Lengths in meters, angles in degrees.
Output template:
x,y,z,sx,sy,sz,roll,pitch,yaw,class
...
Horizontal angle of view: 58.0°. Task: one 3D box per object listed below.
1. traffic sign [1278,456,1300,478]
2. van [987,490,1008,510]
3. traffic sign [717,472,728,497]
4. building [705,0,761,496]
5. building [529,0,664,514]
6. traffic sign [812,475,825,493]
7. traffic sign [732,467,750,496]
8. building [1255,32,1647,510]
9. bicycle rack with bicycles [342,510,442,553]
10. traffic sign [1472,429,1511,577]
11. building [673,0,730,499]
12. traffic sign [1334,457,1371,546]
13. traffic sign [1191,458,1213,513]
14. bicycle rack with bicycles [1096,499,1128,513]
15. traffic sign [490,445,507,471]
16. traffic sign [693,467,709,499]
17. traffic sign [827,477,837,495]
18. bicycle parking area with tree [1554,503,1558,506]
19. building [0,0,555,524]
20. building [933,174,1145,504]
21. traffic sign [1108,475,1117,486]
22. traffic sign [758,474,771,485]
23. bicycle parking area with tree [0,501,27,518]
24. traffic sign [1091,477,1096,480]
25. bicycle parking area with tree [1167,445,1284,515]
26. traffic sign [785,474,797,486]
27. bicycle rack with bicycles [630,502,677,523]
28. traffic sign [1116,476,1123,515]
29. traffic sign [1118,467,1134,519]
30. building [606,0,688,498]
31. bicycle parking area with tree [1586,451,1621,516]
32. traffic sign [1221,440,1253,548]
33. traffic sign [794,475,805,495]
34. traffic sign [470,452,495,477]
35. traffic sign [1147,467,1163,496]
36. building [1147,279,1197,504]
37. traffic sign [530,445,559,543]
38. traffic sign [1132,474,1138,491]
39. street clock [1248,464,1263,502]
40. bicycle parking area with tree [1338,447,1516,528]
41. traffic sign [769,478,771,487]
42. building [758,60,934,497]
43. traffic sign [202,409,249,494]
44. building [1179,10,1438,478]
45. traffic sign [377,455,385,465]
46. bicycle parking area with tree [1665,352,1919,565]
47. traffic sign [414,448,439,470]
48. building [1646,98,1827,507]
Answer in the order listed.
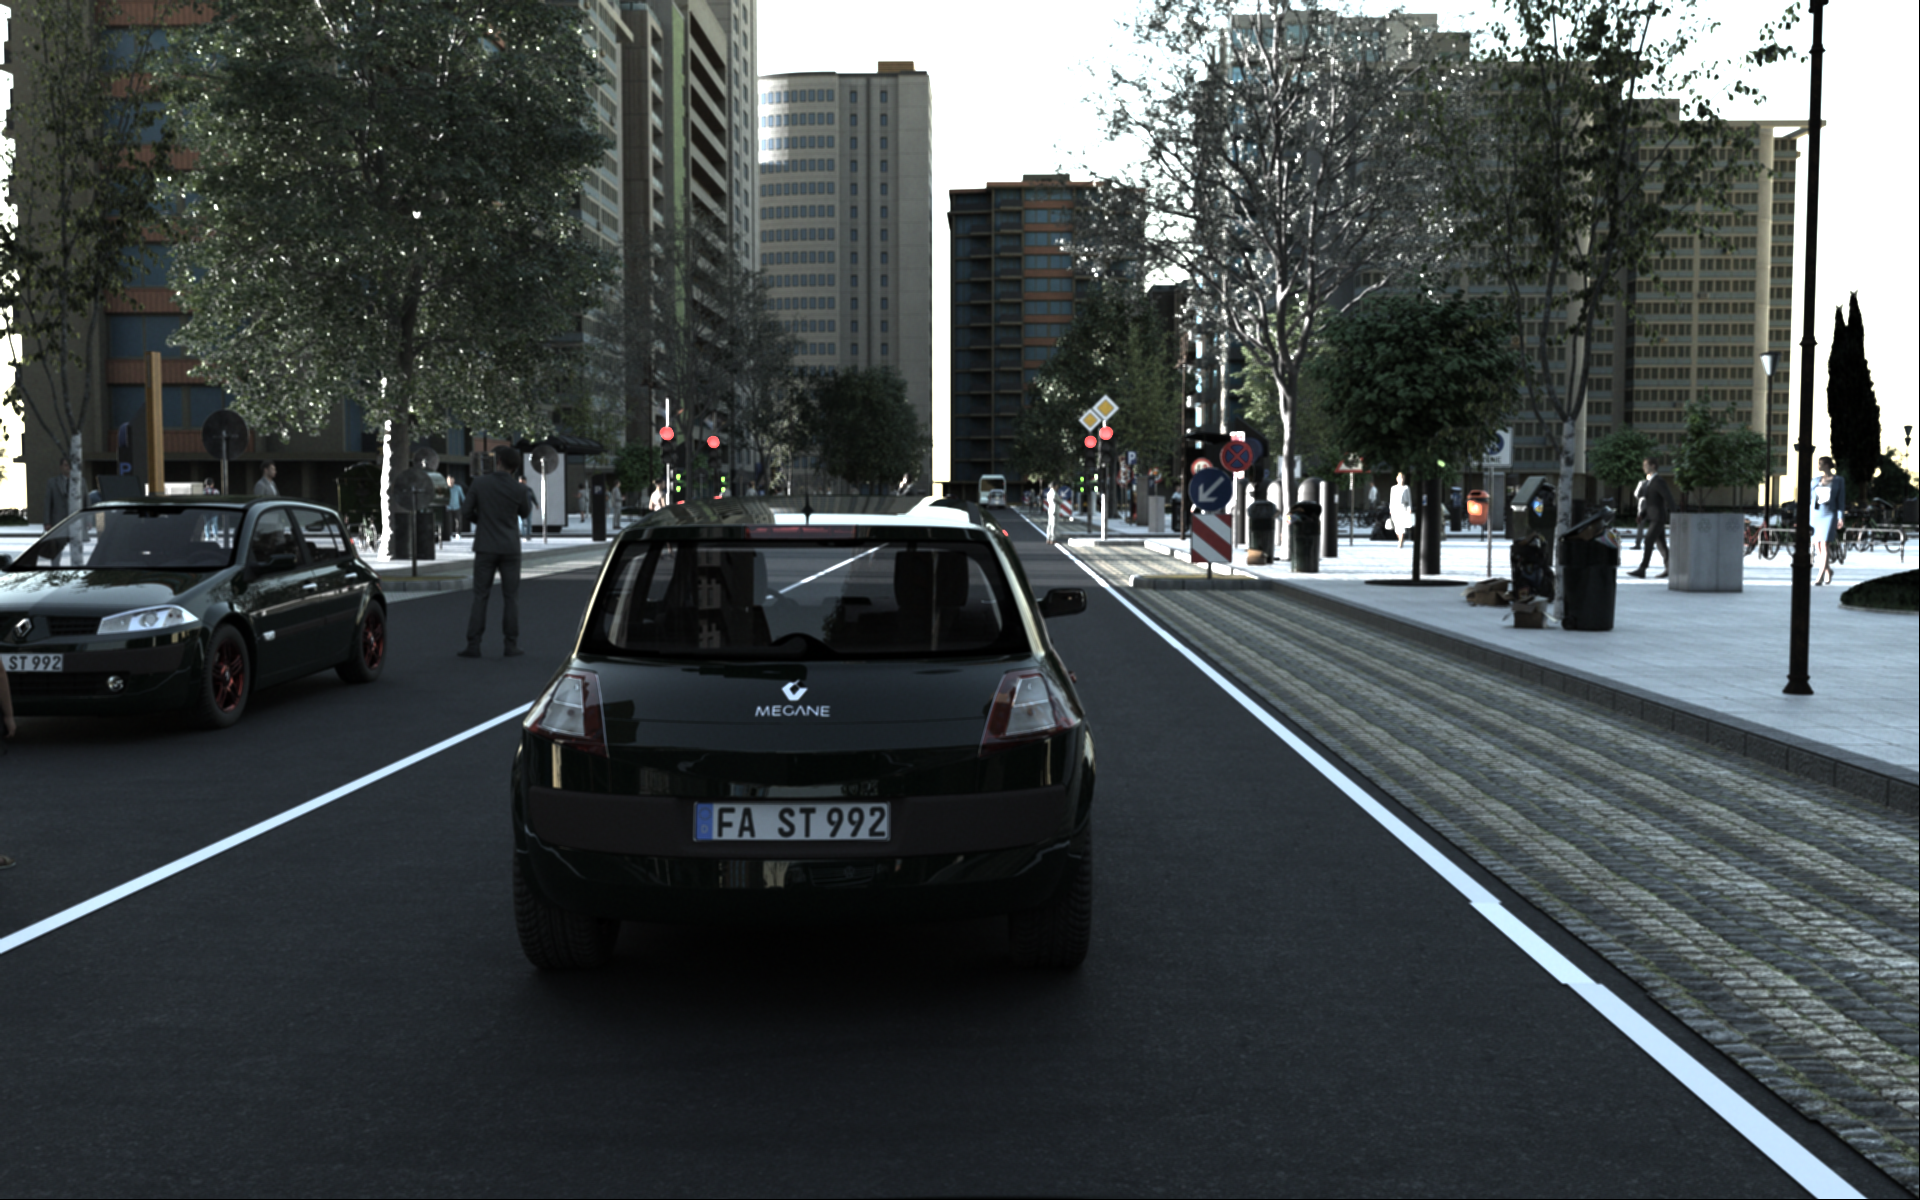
x,y,z,sx,sy,sz,roll,pitch,yaw,class
8.740,-2.684,46.018,0.606,2.300,0.079,1,4,8,traffic sign
3.468,-9.451,161.527,2.013,2.044,4.112,0,4,2,van
-13.470,-5.961,97.572,0.768,2.556,0.104,0,4,2,traffic sign
-32.570,-45.533,182.709,20.611,71.187,20.563,0,4,1,building
-37.037,-26.144,119.332,32.217,40.220,23.993,0,4,1,building
-9.492,-7.122,116.448,0.884,2.594,0.081,0,4,5,traffic sign
-10.318,-4.991,81.606,0.884,2.594,0.081,0,4,4,traffic sign
38.824,-28.023,150.050,32.217,40.220,23.993,0,4,1,building
-12.848,-1.565,38.973,2.852,0.926,2.925,-1,4,-10,bicycle rack with bicycles
8.172,-1.502,26.688,0.606,2.300,0.079,1,4,10,traffic sign
-33.212,-32.613,156.920,21.300,48.544,21.600,0,4,1,building
9.732,-2.630,43.004,0.884,2.594,0.081,0,4,7,traffic sign
8.516,-3.726,61.026,0.768,2.556,0.104,0,4,3,traffic sign
10.399,-6.535,120.234,2.925,0.926,2.852,3,4,36,bicycle rack with bicycles
-11.992,-2.766,45.324,0.768,2.556,0.104,1,4,9,traffic sign
-12.293,-5.020,82.179,0.768,2.556,0.104,1,4,10,traffic sign
-9.677,-7.980,130.581,0.768,2.556,0.104,1,4,9,traffic sign
28.453,-6.738,97.173,9.016,4.147,8.231,0,4,4,bicycle parking area with tree
-32.898,-26.306,84.733,22.147,44.769,28.867,0,4,1,building
11.108,-35.772,239.488,28.867,44.769,22.147,0,4,1,building
9.512,-6.736,110.133,0.884,2.594,0.081,1,4,8,traffic sign
-11.507,-6.255,102.267,0.884,2.594,0.081,0,4,7,traffic sign
-48.523,-5.810,81.993,9.016,4.147,8.231,3,5,39,bicycle parking area with tree
10.013,-7.812,127.831,0.768,2.556,0.104,1,4,10,traffic sign
16.921,-7.096,103.026,8.231,4.147,9.016,0,4,-6,bicycle parking area with tree
-10.741,-6.741,110.319,0.768,2.556,0.104,0,4,3,traffic sign
-13.544,-3.926,77.575,2.852,0.926,2.925,-2,4,-25,bicycle rack with bicycles
10.048,-6.564,107.422,0.768,2.556,0.104,1,4,10,traffic sign
7.691,-4.902,80.247,0.768,2.556,0.104,1,4,11,traffic sign
-30.215,-27.864,139.172,14.154,41.232,14.086,0,4,1,building
44.357,-7.885,115.927,8.231,4.147,9.016,0,4,1,bicycle parking area with tree
6.517,-2.491,40.831,0.768,2.556,0.104,0,4,2,traffic sign
-10.842,-7.126,116.510,0.884,2.594,0.081,0,4,3,traffic sign
-11.486,-2.418,41.669,0.606,2.300,0.079,0,4,2,traffic sign
9.139,-4.948,81.003,0.768,2.556,0.104,0,4,3,traffic sign
32.510,-28.375,235.632,14.107,30.474,14.160,0,4,1,building
-10.775,-2.741,44.917,0.768,2.556,0.104,0,4,8,traffic sign
10.259,-6.151,100.681,0.768,2.556,0.104,0,4,2,traffic sign
7.041,-2.246,41.291,0.358,2.002,0.471,-1,4,-10,street clock
18.126,-4.989,68.572,9.016,4.147,8.231,1,4,17,bicycle parking area with tree
-12.142,-6.516,108.672,0.606,2.300,0.079,1,4,10,traffic sign
-17.846,-42.641,239.177,28.212,58.520,21.231,0,4,1,building
-11.078,-1.591,26.112,0.768,2.556,0.104,1,4,8,traffic sign
35.298,-34.098,177.106,23.786,49.044,30.456,0,4,1,building
-15.123,-2.672,45.816,0.606,2.300,0.079,0,4,7,traffic sign
18.942,-2.948,35.201,8.231,4.147,9.016,0,4,8,bicycle parking area with tree
-14.639,-2.896,47.458,0.768,2.556,0.104,1,4,11,traffic sign
68.388,-29.610,176.009,23.993,40.220,32.217,0,4,1,building
